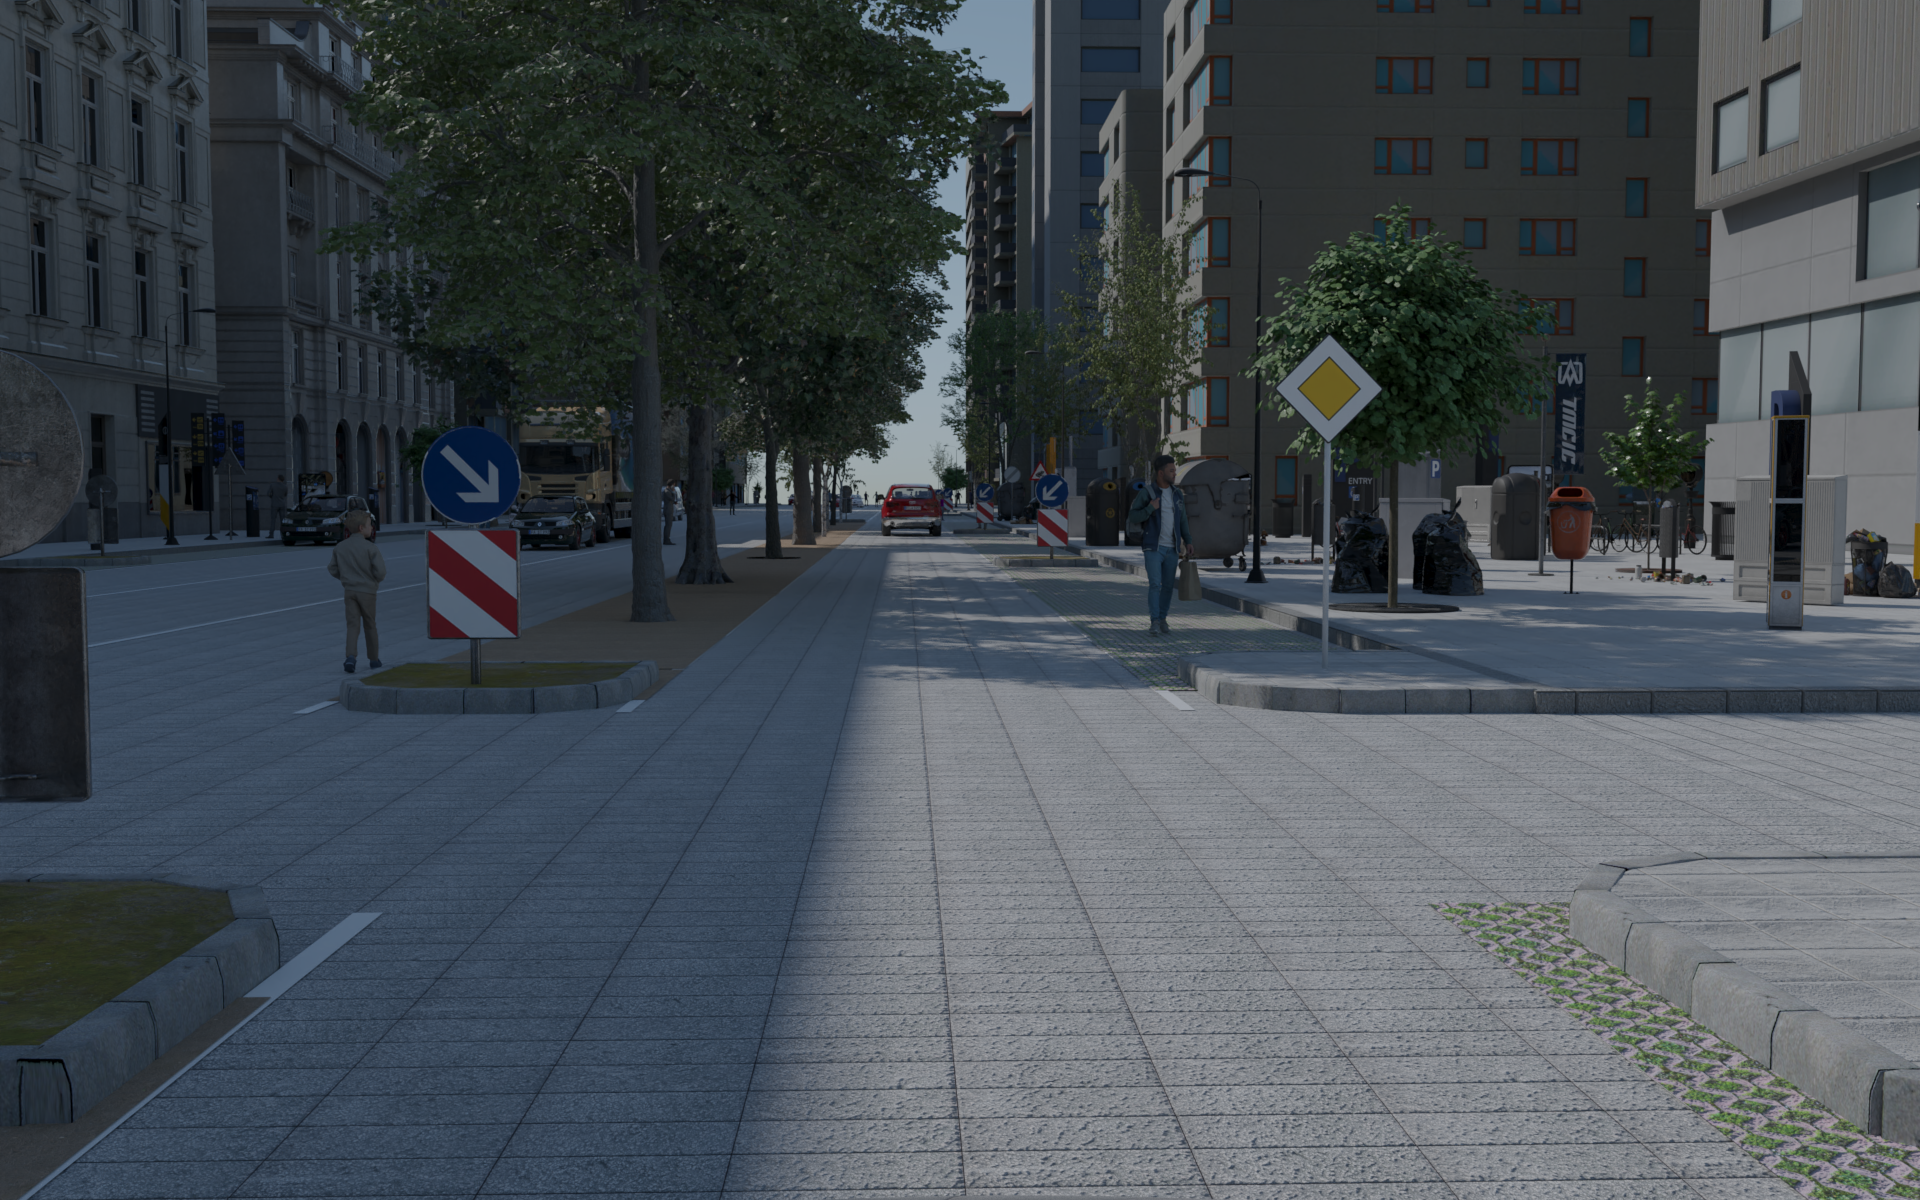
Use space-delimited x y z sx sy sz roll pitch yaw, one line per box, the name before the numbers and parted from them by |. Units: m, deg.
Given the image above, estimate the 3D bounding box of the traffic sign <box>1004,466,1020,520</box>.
traffic sign | 2.396 -4.862 79.599 0.768 2.556 0.104 0 4 3

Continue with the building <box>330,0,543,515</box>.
building | -36.891 -27.264 100.384 22.147 44.769 28.867 0 4 -2

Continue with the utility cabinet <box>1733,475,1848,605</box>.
utility cabinet | 9.691 -0.708 20.257 0.318 1.500 1.173 -3 4 -37

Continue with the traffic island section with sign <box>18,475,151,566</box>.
traffic island section with sign | -17.570 -1.613 34.998 1.989 1.847 2.006 0 4 -2

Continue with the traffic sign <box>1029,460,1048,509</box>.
traffic sign | 3.106 -4.088 66.841 0.884 2.594 0.081 0 4 8

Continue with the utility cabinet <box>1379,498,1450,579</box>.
utility cabinet | 6.888 -0.924 26.272 1.020 1.237 0.306 3 4 38

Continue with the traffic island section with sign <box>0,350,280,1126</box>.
traffic island section with sign | -3.038 0.204 4.804 2.006 1.907 1.989 0 4 -2

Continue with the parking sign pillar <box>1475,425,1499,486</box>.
parking sign pillar | 15.819 -3.890 52.081 1.447 3.967 1.447 0 4 7

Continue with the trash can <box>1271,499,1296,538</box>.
trash can | 9.455 -2.388 50.692 0.748 1.137 0.748 0 3 0

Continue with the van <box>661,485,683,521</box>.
van | -15.787 -5.217 92.309 2.013 2.044 4.112 0 4 -2

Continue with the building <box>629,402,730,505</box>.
building | -35.738 -26.803 209.931 14.160 30.474 14.107 0 4 -2

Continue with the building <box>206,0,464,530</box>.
building | -29.972 -14.067 71.793 13.314 21.916 24.055 0 4 -2

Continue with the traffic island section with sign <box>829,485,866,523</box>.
traffic island section with sign | -5.770 -4.842 87.305 2.006 1.907 1.989 0 4 -2

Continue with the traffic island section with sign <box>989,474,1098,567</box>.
traffic island section with sign | 1.675 -1.594 34.684 1.989 1.847 2.006 0 4 -2

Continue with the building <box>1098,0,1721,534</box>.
building | 20.951 -13.708 69.161 27.650 21.520 28.899 0 4 -2

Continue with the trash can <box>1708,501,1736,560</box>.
trash can | 14.923 -1.344 33.628 0.748 1.137 0.748 0 3 0

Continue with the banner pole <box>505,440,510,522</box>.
banner pole | -20.932 -5.515 80.190 0.401 3.779 0.863 0 4 -4

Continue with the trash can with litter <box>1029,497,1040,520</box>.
trash can with litter | 3.530 -4.474 84.535 1.055 1.170 0.624 -2 4 -33

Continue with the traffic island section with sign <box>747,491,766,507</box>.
traffic island section with sign | -22.858 -11.371 194.543 1.989 1.847 2.006 0 4 -2

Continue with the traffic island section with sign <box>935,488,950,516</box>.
traffic island section with sign | -0.902 -6.353 112.500 1.989 1.847 2.006 0 4 -2

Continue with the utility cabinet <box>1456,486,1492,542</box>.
utility cabinet | 13.739 -2.287 46.074 0.318 1.500 1.173 -2 4 -31

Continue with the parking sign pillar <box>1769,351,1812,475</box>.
parking sign pillar | 15.402 -2.670 32.131 1.447 3.967 1.447 1 4 14

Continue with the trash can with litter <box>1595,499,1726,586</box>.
trash can with litter | 10.349 -0.870 25.281 1.678 1.210 2.233 0 4 7

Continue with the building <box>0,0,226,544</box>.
building | -31.286 -15.878 36.013 17.030 29.872 44.131 0 4 -2

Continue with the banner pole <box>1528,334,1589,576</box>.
banner pole | 9.369 -2.269 27.113 0.863 3.779 0.401 0 4 5

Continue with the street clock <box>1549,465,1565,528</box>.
street clock | 14.578 -2.320 42.499 0.471 2.002 0.358 -2 4 -32

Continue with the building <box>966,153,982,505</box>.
building | 11.735 -36.592 221.980 21.300 48.544 21.600 0 4 -2

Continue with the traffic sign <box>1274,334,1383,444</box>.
traffic sign | 2.706 -0.640 12.662 0.795 2.593 0.064 0 4 -2

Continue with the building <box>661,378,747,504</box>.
building | -36.932 -35.942 237.755 14.600 45.320 14.200 0 4 -2

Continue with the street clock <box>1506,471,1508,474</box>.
street clock | 16.135 -2.810 50.521 0.471 2.002 0.358 -3 4 -38

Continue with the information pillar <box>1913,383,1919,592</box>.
information pillar | 12.740 -1.927 22.858 0.183 3.616 0.504 3 5 43

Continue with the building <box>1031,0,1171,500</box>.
building | 15.284 -35.025 114.662 21.231 58.520 28.212 0 4 -2

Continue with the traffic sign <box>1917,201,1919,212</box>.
traffic sign | 2.970 -0.152 4.681 0.795 2.593 0.064 0 4 -2

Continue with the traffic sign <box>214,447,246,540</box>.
traffic sign | -20.216 -2.933 47.955 0.884 2.594 0.081 0 4 2

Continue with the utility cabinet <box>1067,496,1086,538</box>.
utility cabinet | 3.692 -2.445 51.132 1.020 1.237 0.306 1 4 13

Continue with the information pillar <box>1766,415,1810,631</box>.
information pillar | 7.829 -0.728 16.391 0.304 2.012 0.304 1 4 21

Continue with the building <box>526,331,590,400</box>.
building | -40.304 -32.962 128.172 28.713 52.752 27.495 0 4 -2

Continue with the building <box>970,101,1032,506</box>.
building | 12.382 -33.128 196.274 22.147 44.769 28.867 0 4 -2

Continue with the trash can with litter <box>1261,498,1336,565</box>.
trash can with litter | 6.345 -1.282 32.020 2.233 1.210 1.678 -2 4 -27

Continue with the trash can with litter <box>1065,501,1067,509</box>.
trash can with litter | 5.252 -4.651 87.106 2.233 1.210 1.678 3 5 40

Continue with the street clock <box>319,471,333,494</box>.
street clock | -20.182 -3.087 55.045 0.471 2.002 0.358 -3 5 -41

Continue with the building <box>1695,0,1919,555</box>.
building | 32.391 -27.008 30.812 27.495 52.752 28.713 0 4 -2

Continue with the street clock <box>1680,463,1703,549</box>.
street clock | 17.174 -2.210 40.703 0.358 2.002 0.471 -2 4 -25

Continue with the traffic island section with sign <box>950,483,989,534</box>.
traffic island section with sign | 0.756 -3.292 62.453 1.989 1.847 2.006 0 4 -2

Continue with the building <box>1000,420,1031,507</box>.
building | 15.356 -50.821 143.601 22.319 86.520 31.000 0 4 -2

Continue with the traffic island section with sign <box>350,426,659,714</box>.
traffic island section with sign | -3.274 -0.249 12.207 2.006 1.907 1.989 0 4 -2

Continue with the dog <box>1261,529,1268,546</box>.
dog | 7.448 -1.546 43.019 0.748 0.427 0.550 -2 4 -33

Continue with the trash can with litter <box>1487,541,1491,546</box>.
trash can with litter | 12.722 -1.754 40.065 0.624 1.170 1.055 -3 5 -43

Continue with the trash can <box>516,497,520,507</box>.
trash can | -21.626 -4.526 85.654 0.748 1.137 0.748 0 3 0

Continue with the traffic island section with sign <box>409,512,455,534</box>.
traffic island section with sign | -18.466 -3.261 61.938 1.989 1.847 2.006 0 4 -2

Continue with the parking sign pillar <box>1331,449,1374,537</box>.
parking sign pillar | 11.705 -3.851 51.433 1.447 3.967 1.447 0 4 7
